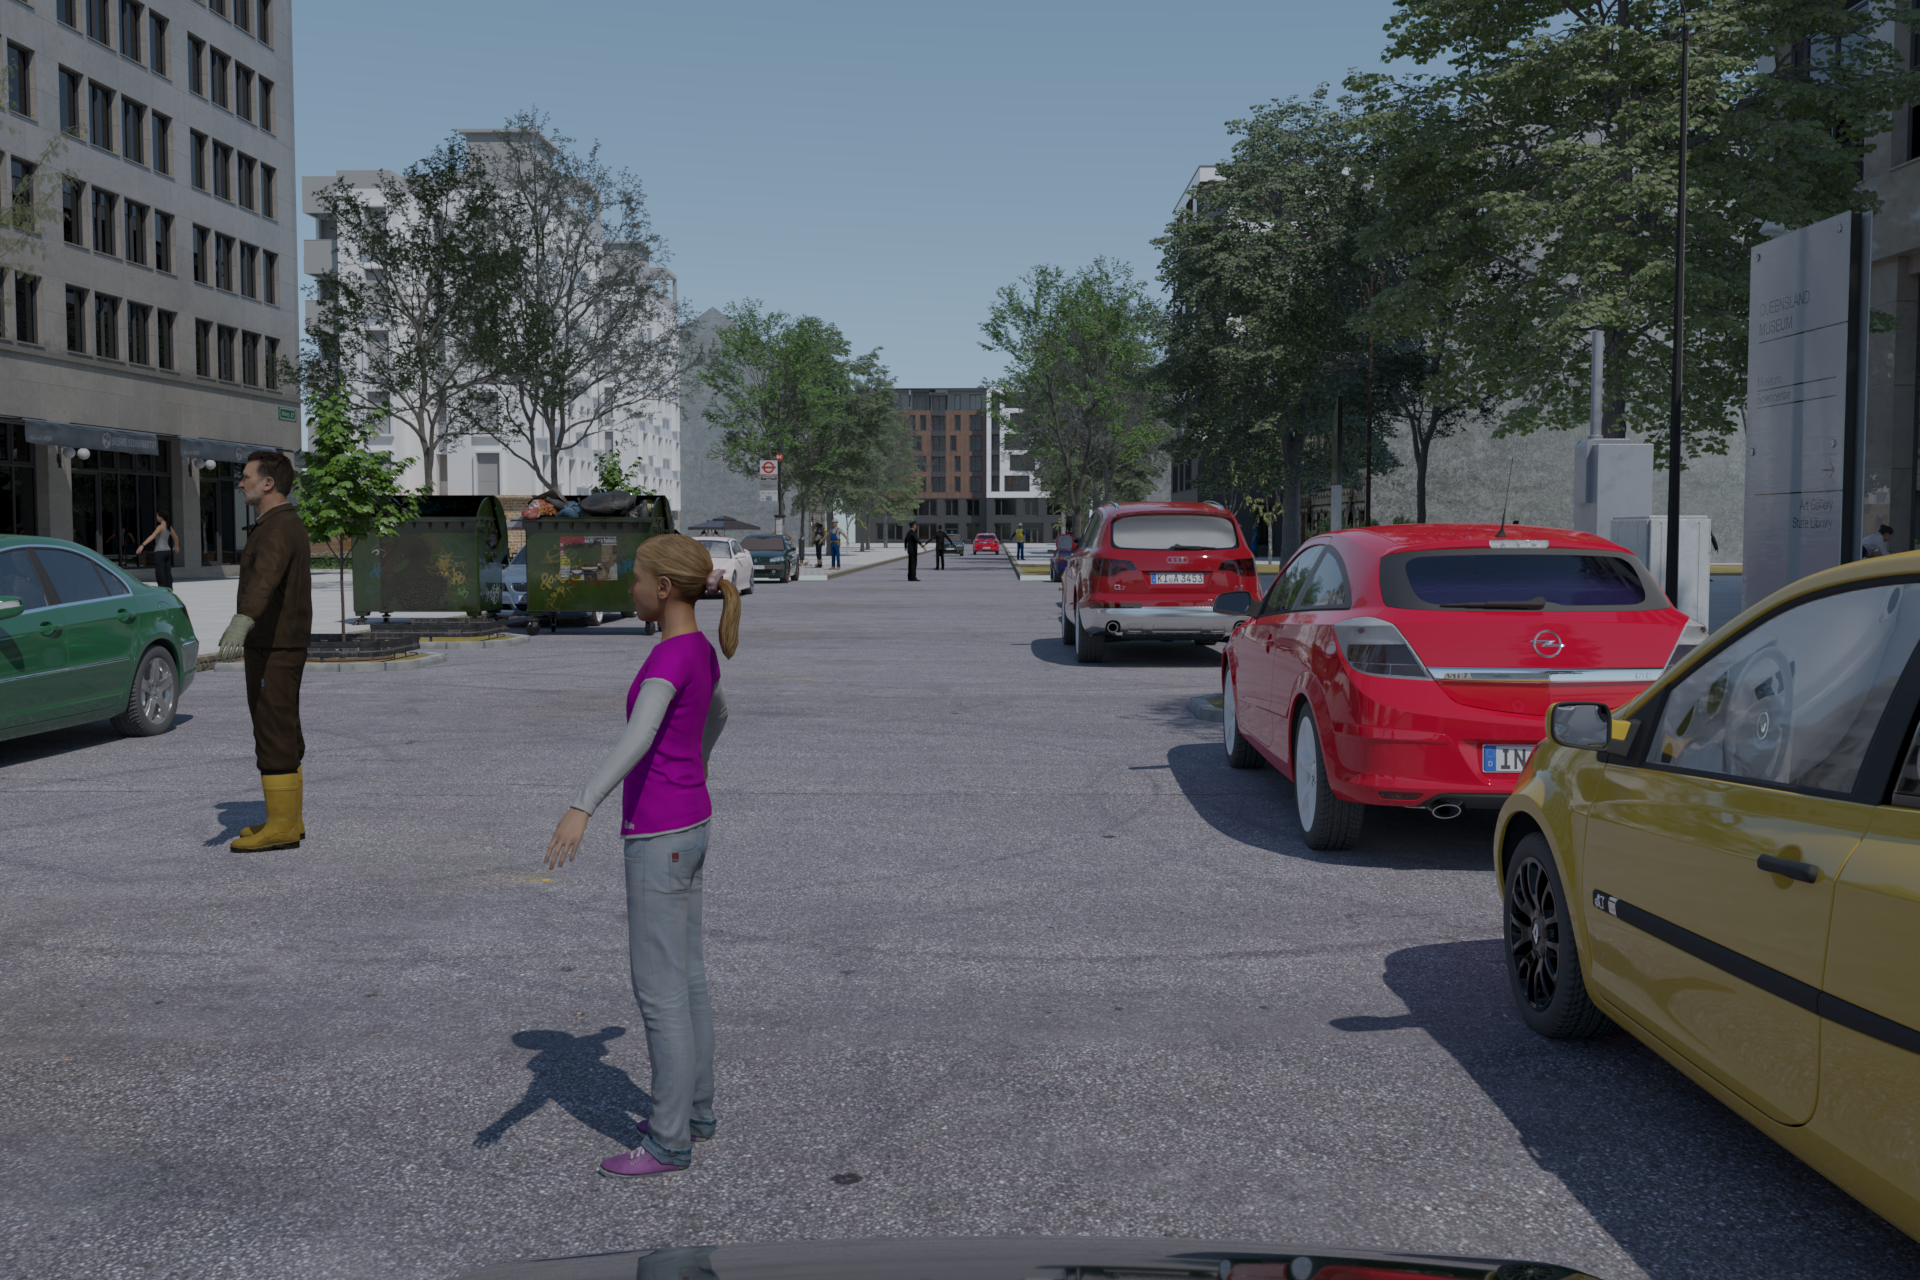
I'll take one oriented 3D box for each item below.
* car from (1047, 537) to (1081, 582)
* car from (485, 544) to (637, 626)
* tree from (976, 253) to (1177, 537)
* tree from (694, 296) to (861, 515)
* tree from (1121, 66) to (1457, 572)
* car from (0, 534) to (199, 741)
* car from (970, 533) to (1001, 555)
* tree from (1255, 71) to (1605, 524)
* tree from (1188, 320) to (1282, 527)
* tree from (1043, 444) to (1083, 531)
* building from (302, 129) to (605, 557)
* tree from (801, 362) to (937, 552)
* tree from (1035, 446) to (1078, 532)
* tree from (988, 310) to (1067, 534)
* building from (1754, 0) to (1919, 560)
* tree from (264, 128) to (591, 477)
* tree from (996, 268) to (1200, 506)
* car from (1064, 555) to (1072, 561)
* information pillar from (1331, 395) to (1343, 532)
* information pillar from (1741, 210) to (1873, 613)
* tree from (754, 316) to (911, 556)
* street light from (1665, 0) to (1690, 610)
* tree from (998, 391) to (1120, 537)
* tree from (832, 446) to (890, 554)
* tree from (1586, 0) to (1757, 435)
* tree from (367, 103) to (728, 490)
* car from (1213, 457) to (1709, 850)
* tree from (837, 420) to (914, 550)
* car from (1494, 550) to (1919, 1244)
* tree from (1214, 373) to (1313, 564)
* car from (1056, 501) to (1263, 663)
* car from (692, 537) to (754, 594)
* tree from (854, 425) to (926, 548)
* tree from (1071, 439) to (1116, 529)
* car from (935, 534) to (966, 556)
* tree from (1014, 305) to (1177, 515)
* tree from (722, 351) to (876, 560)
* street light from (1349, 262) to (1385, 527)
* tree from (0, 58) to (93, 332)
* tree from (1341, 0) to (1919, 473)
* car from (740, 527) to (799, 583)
[{"bbox_3d":[3.641,-2.448,52.600,1.945,1.354,3.894,0,4,1],"label":"car"},{"bbox_3d":[-6.442,-1.006,28.458,2.014,1.417,4.499,0,4,1],"label":"car"},{"bbox_3d":[4.369,-8.546,65.488,9.928,11.665,9.643,0,3,0],"label":"tree"},{"bbox_3d":[-7.986,-9.217,76.460,9.928,11.665,9.643,0,3,0],"label":"tree"},{"bbox_3d":[9.218,-8.674,48.467,9.857,13.997,8.962,0,3,0],"label":"tree"},{"bbox_3d":[-6.632,0.051,10.972,2.131,1.459,4.920,0,4,1],"label":"car"},{"bbox_3d":[1.786,-6.756,119.501,2.155,1.783,4.494,0,4,0],"label":"car"},{"bbox_3d":[9.401,-6.213,36.001,7.601,10.594,8.767,-2,4,-33],"label":"tree"},{"bbox_3d":[9.255,-6.612,58.475,4.737,8.622,4.395,0,3,0],"label":"tree"},{"bbox_3d":[8.532,-11.186,133.245,4.737,8.622,4.395,0,3,0],"label":"tree"},{"bbox_3d":[-24.827,-13.818,82.349,16.016,20.090,11.380,0,4,2],"label":"building"},{"bbox_3d":[-6.835,-13.017,123.202,12.009,13.543,11.850,0,3,0],"label":"tree"},{"bbox_3d":[7.739,-10.780,126.618,4.737,8.622,4.395,0,3,0],"label":"tree"},{"bbox_3d":[8.292,-17.714,145.508,12.611,20.169,13.585,0,3,0],"label":"tree"},{"bbox_3d":[28.498,-15.562,20.664,22.709,31.103,35.509,0,4,1],"label":"building"},{"bbox_3d":[-11.821,-6.405,39.128,7.601,10.594,8.767,-3,5,-41],"label":"tree"},{"bbox_3d":[6.775,-10.446,81.164,12.009,13.543,11.850,0,3,0],"label":"tree"},{"bbox_3d":[3.084,-1.469,34.247,2.015,1.641,3.980,0,4,1],"label":"car"},{"bbox_3d":[6.409,-2.332,29.486,0.183,3.616,0.504,0,4,1],"label":"information pillar"},{"bbox_3d":[6.542,-1.355,13.466,0.184,3.620,1.656,0,4,1],"label":"information pillar"},{"bbox_3d":[-7.542,-11.881,100.913,9.857,13.997,8.962,0,3,0],"label":"tree"},{"bbox_3d":[6.519,-2.560,14.395,1.470,5.913,1.316,0,4,2],"label":"street light"},{"bbox_3d":[7.688,-12.537,115.351,12.009,13.543,11.850,0,3,0],"label":"tree"},{"bbox_3d":[-6.922,-9.752,109.814,4.737,8.622,4.395,0,3,0],"label":"tree"},{"bbox_3d":[26.649,-12.417,58.901,12.611,20.169,13.585,0,3,0],"label":"tree"},{"bbox_3d":[-12.012,-8.570,50.495,12.009,13.543,11.850,0,3,0],"label":"tree"},{"bbox_3d":[2.495,-0.016,9.309,2.155,1.783,4.494,0,4,2],"label":"car"},{"bbox_3d":[-7.252,-13.043,139.011,9.928,11.665,9.643,0,3,0],"label":"tree"},{"bbox_3d":[2.473,0.394,3.776,2.015,1.641,3.980,0,3,0],"label":"car"},{"bbox_3d":[12.923,-7.476,72.598,4.737,8.622,4.395,0,3,0],"label":"tree"},{"bbox_3d":[2.317,-0.742,20.802,2.281,1.827,5.304,0,4,1],"label":"car"},{"bbox_3d":[-5.880,-1.682,39.861,2.083,1.381,4.827,0,4,1],"label":"car"},{"bbox_3d":[-7.111,-14.602,156.874,7.486,12.596,7.792,0,3,0],"label":"tree"},{"bbox_3d":[7.516,-9.540,106.334,4.737,8.622,4.395,0,3,0],"label":"tree"},{"bbox_3d":[-0.612,-6.323,113.170,2.009,1.686,4.222,0,4,1],"label":"car"},{"bbox_3d":[7.433,-11.391,92.894,9.857,13.997,8.962,0,3,0],"label":"tree"},{"bbox_3d":[-7.894,-9.199,84.824,8.767,10.594,7.601,1,4,11],"label":"tree"},{"bbox_3d":[7.037,-3.486,29.783,0.468,5.910,1.993,0,4,2],"label":"street light"},{"bbox_3d":[-12.871,-4.224,19.417,4.360,8.622,3.978,0,3,0],"label":"tree"},{"bbox_3d":[8.798,-6.419,23.084,7.486,12.596,7.792,0,3,0],"label":"tree"},{"bbox_3d":[-5.825,-2.563,51.697,2.009,1.686,4.222,0,4,1],"label":"car"}]
